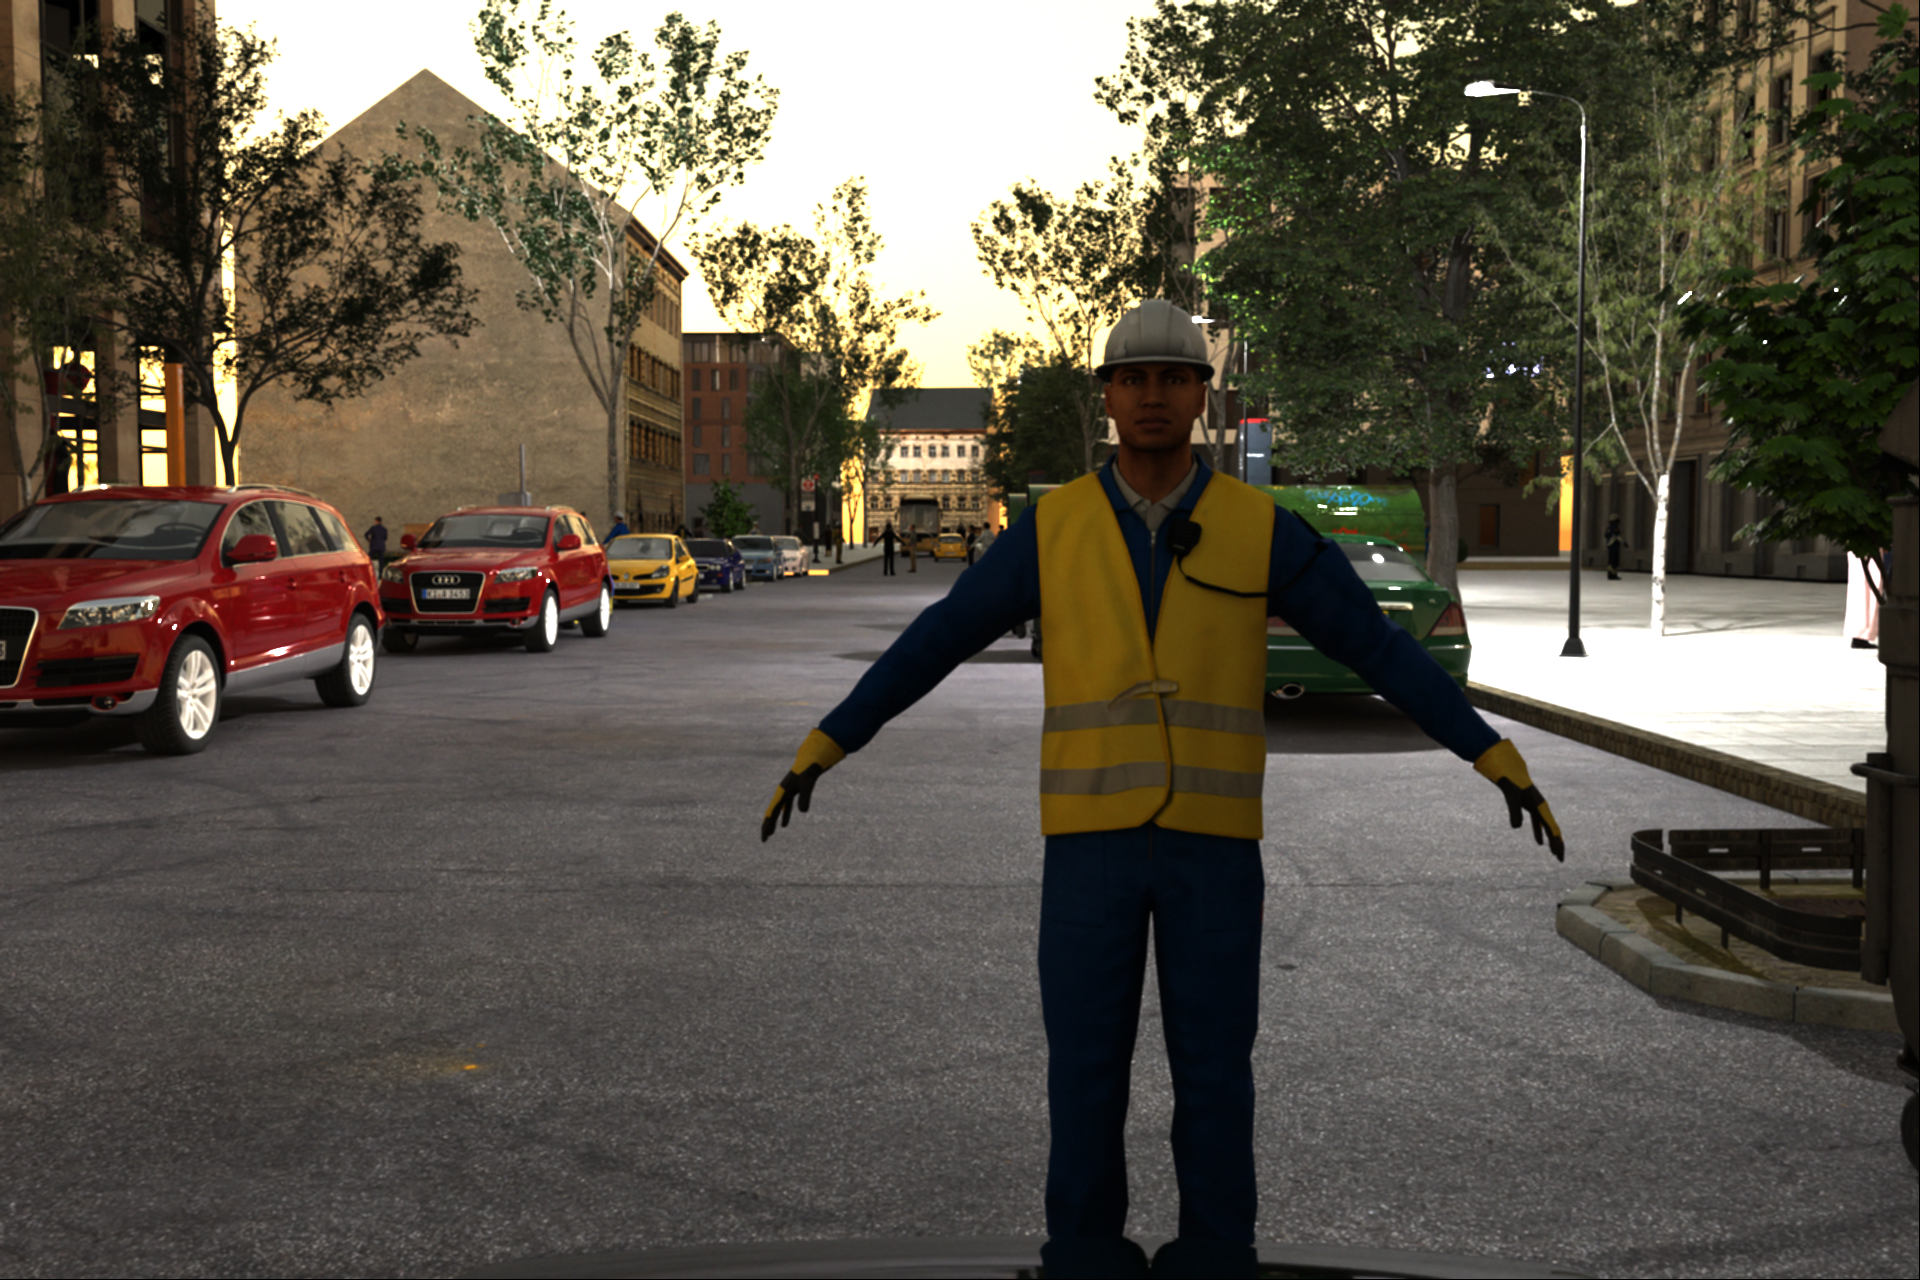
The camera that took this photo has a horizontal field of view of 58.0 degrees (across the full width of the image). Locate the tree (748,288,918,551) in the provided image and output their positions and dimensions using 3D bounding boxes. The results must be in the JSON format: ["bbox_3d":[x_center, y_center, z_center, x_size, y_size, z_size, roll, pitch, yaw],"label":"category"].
[{"bbox_3d":[-9.473,-16.760,129.913,12.611,20.169,13.585,0,3,0],"label":"tree"}]

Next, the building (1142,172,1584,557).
[{"bbox_3d":[25.641,-16.534,114.308,27.936,21.610,32.646,0,3,0],"label":"building"}]

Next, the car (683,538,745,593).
[{"bbox_3d":[-6.411,-1.881,43.342,1.945,1.354,3.894,0,3,0],"label":"car"}]

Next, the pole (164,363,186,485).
[{"bbox_3d":[-9.407,-1.650,20.814,0.158,3.312,0.155,0,3,0],"label":"pole"}]

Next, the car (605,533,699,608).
[{"bbox_3d":[-6.326,-1.498,34.721,2.015,1.641,3.980,0,4,0],"label":"car"}]

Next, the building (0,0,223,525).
[{"bbox_3d":[-30.718,-15.984,27.557,22.709,31.103,35.509,0,4,1],"label":"building"}]

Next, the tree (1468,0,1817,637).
[{"bbox_3d":[8.729,-4.332,21.188,4.360,8.622,3.978,0,3,0],"label":"tree"}]

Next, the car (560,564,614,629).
[{"bbox_3d":[-6.599,-1.077,27.204,1.945,1.707,3.694,0,4,0],"label":"car"}]

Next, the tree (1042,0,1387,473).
[{"bbox_3d":[9.050,-12.513,60.479,12.611,20.169,13.585,0,3,0],"label":"tree"}]

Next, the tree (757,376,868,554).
[{"bbox_3d":[-9.657,-11.515,114.019,9.928,11.665,9.643,0,3,0],"label":"tree"}]

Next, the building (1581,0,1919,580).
[{"bbox_3d":[26.993,-12.521,52.942,9.793,21.092,18.267,0,4,0],"label":"building"}]

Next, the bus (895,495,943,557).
[{"bbox_3d":[-2.532,-7.340,111.562,2.896,3.916,12.252,0,4,0],"label":"bus"}]

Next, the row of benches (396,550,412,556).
[{"bbox_3d":[-20.078,-3.232,68.308,4.104,0.672,1.422,-1,4,-15],"label":"row of benches"}]

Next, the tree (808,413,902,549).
[{"bbox_3d":[-8.973,-13.408,144.982,9.928,11.665,9.643,0,3,0],"label":"tree"}]

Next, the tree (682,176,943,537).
[{"bbox_3d":[-7.787,-14.409,91.476,12.611,20.169,13.585,0,3,0],"label":"tree"}]

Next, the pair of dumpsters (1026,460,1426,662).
[{"bbox_3d":[2.931,-0.903,19.718,4.436,2.255,1.574,0,4,-1],"label":"pair of dumpsters"}]

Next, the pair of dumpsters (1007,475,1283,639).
[{"bbox_3d":[2.834,-1.178,24.215,4.436,2.255,1.574,0,4,-1],"label":"pair of dumpsters"}]

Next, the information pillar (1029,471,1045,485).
[{"bbox_3d":[3.208,-5.044,71.852,0.750,3.857,0.750,0,3,0],"label":"information pillar"}]

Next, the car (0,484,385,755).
[{"bbox_3d":[-5.974,-0.259,12.911,2.281,1.827,5.304,0,4,0],"label":"car"}]

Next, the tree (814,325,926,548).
[{"bbox_3d":[-10.221,-18.523,158.746,12.611,20.169,13.585,0,3,0],"label":"tree"}]

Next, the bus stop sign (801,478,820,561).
[{"bbox_3d":[-6.978,-5.646,81.014,0.855,3.939,0.416,0,4,0],"label":"bus stop sign"}]

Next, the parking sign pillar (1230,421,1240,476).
[{"bbox_3d":[6.822,-3.265,41.858,1.447,3.967,1.447,0,4,0],"label":"parking sign pillar"}]

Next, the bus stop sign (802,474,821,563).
[{"bbox_3d":[-6.601,-5.404,77.052,0.855,3.939,0.416,0,4,0],"label":"bus stop sign"}]

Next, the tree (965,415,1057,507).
[{"bbox_3d":[5.626,-15.490,163.637,12.009,13.543,11.850,0,3,0],"label":"tree"}]

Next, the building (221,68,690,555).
[{"bbox_3d":[-25.255,-15.921,91.240,19.493,23.208,18.063,0,4,-1],"label":"building"}]

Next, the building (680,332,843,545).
[{"bbox_3d":[-28.278,-21.273,191.787,27.936,21.610,32.646,0,4,1],"label":"building"}]

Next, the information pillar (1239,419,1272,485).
[{"bbox_3d":[6.680,-3.048,39.205,0.750,3.857,0.750,0,3,0],"label":"information pillar"}]

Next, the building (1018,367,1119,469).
[{"bbox_3d":[21.517,-23.514,228.421,27.936,21.610,32.646,0,4,0],"label":"building"}]

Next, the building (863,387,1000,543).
[{"bbox_3d":[-3.927,-25.961,257.847,18.063,23.208,19.493,0,4,7],"label":"building"}]

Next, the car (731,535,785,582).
[{"bbox_3d":[-6.431,-2.545,53.616,2.014,1.417,4.499,0,4,0],"label":"car"}]

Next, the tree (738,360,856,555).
[{"bbox_3d":[-9.822,-10.939,104.613,9.928,11.665,9.643,0,3,0],"label":"tree"}]

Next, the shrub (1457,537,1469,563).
[{"bbox_3d":[22.297,-4.062,77.526,1.383,1.207,1.383,0,3,0],"label":"shrub"}]

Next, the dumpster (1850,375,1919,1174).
[{"bbox_3d":[2.884,0.299,3.327,1.865,1.857,1.264,0,4,-1],"label":"dumpster"}]

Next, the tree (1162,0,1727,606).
[{"bbox_3d":[8.568,-7.590,30.748,9.857,13.997,8.962,0,3,0],"label":"tree"}]

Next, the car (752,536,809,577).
[{"bbox_3d":[-6.180,-2.847,58.913,2.083,1.381,4.827,0,4,0],"label":"car"}]

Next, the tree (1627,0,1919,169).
[{"bbox_3d":[8.846,-4.714,11.489,8.767,10.594,7.601,2,4,25],"label":"tree"}]

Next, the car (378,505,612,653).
[{"bbox_3d":[-5.945,-0.854,22.633,2.281,1.827,5.304,0,4,0],"label":"car"}]

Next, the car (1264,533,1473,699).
[{"bbox_3d":[2.860,-0.178,14.703,2.131,1.459,4.920,0,4,-1],"label":"car"}]

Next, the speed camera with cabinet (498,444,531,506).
[{"bbox_3d":[-9.780,-2.717,38.752,0.660,3.252,2.038,0,4,1],"label":"speed camera with cabinet"}]

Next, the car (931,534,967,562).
[{"bbox_3d":[-0.510,-4.914,90.562,2.015,1.641,3.980,0,4,-1],"label":"car"}]
